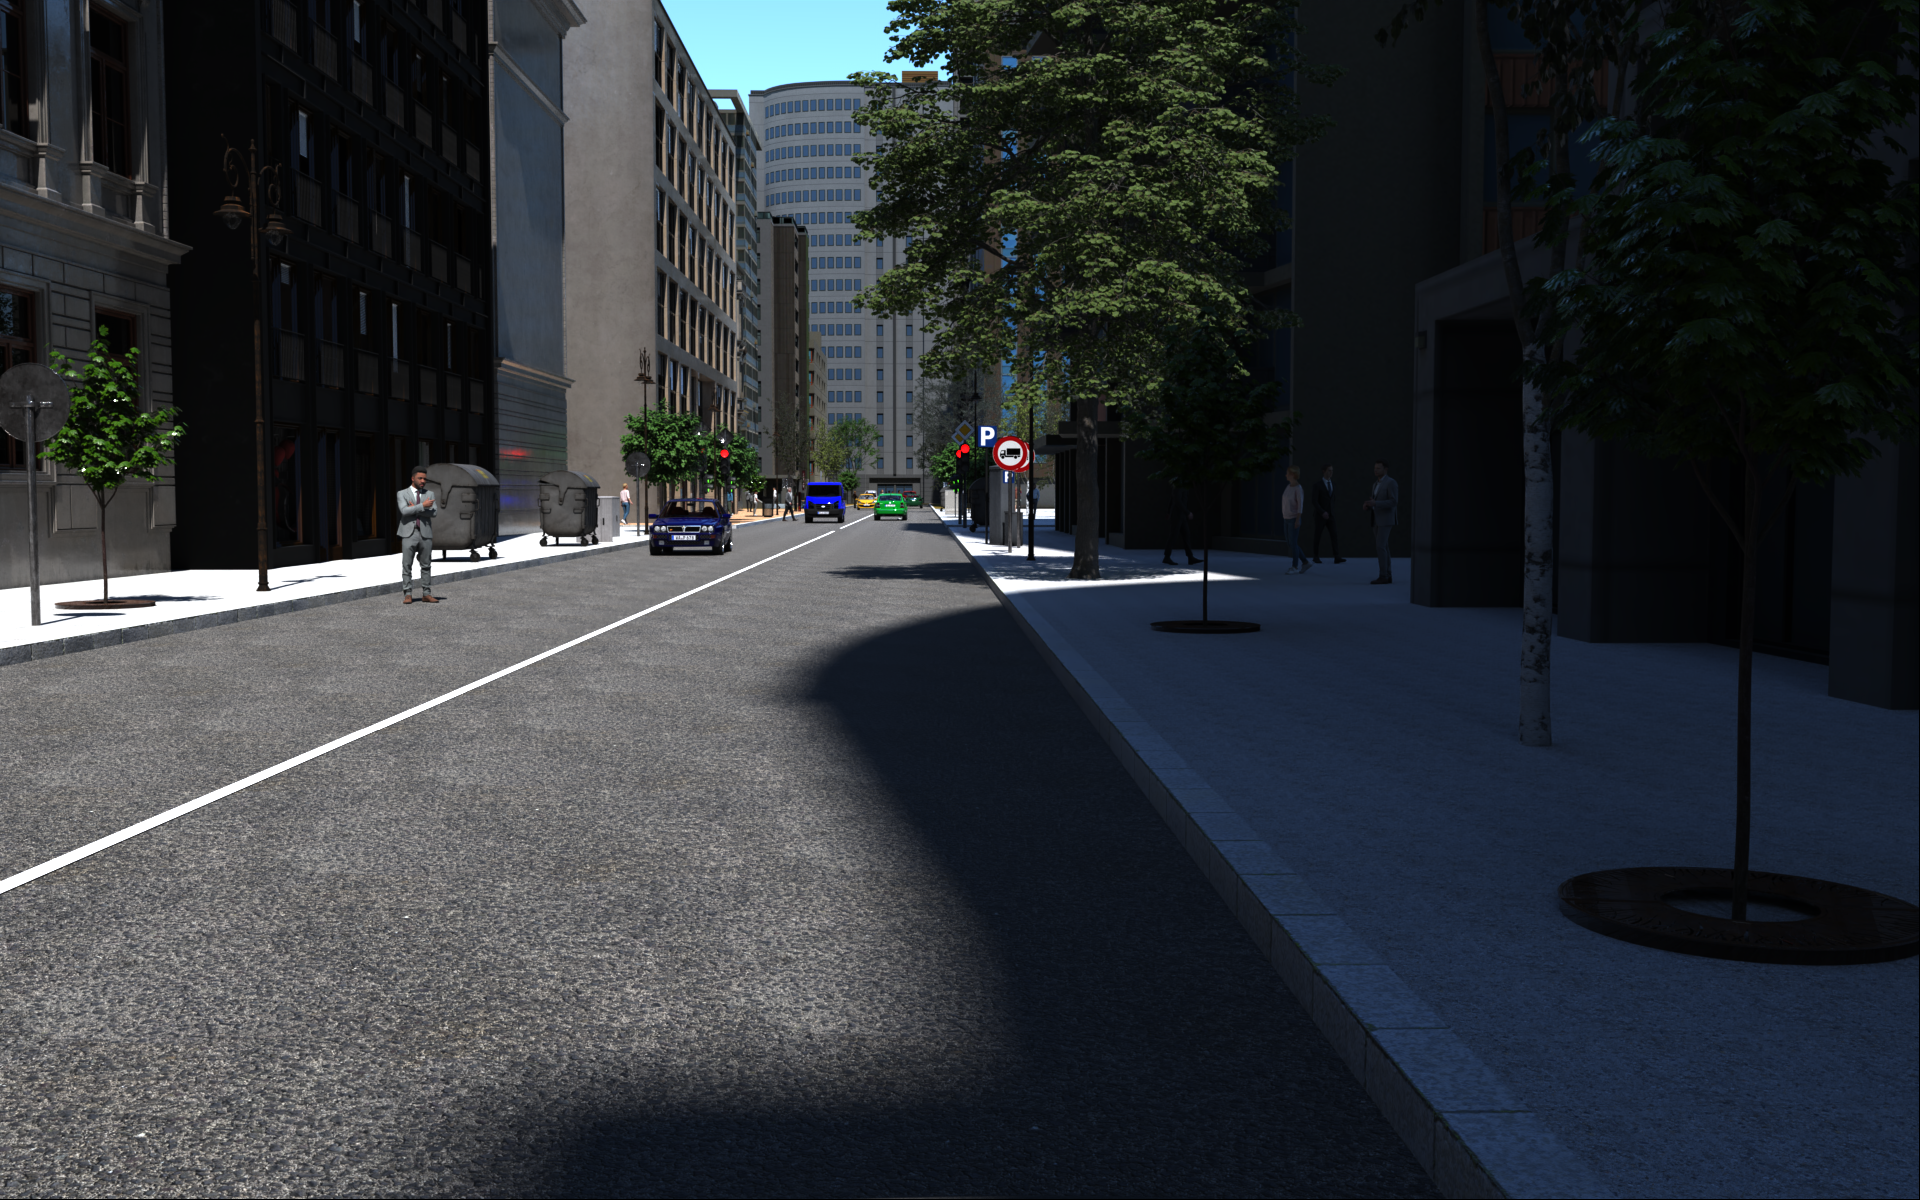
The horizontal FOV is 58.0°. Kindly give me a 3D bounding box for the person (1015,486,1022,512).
[{"bbox_3d":[3.924,-6.831,117.702,0.580,1.828,0.573,-1,4,-14],"label":"person"}]

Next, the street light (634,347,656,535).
[{"bbox_3d":[-9.914,-5.007,54.644,0.468,5.910,1.993,0,4,-1],"label":"street light"}]

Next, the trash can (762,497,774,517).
[{"bbox_3d":[-10.634,-5.148,95.830,0.748,1.137,0.748,0,3,0],"label":"trash can"}]

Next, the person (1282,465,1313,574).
[{"bbox_3d":[5.400,-1.288,27.766,0.598,1.740,0.731,-2,4,-23],"label":"person"}]

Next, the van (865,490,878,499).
[{"bbox_3d":[-10.048,-11.493,194.918,2.013,2.044,4.112,0,4,-1],"label":"van"}]

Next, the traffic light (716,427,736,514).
[{"bbox_3d":[-9.872,-5.146,73.050,0.839,4.253,0.868,0,4,-1],"label":"traffic light"}]

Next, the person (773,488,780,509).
[{"bbox_3d":[-15.468,-8.499,145.095,0.850,1.850,0.679,0,4,5],"label":"person"}]

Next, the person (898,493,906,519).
[{"bbox_3d":[-3.308,-5.312,97.940,0.523,1.515,0.503,0,4,-3],"label":"person"}]

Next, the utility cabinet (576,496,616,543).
[{"bbox_3d":[-9.711,-2.132,46.014,0.306,1.237,1.020,3,4,39],"label":"utility cabinet"}]

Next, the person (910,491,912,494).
[{"bbox_3d":[-5.709,-11.563,198.242,0.721,1.739,1.217,0,4,7],"label":"person"}]

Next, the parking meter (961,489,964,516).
[{"bbox_3d":[0.155,-5.949,102.972,0.399,1.863,0.255,-3,5,-39],"label":"parking meter"}]

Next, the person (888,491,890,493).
[{"bbox_3d":[-8.966,-12.958,219.989,0.705,1.869,1.348,3,5,44],"label":"person"}]

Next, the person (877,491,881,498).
[{"bbox_3d":[-8.699,-11.013,189.285,0.721,1.735,1.217,2,4,33],"label":"person"}]

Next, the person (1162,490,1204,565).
[{"bbox_3d":[4.037,-1.558,31.291,0.755,1.850,0.659,1,4,12],"label":"person"}]

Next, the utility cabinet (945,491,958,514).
[{"bbox_3d":[-0.348,-6.070,107.925,1.173,1.500,0.318,0,4,-3],"label":"utility cabinet"}]

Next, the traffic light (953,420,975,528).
[{"bbox_3d":[0.167,-4.672,65.305,0.839,4.253,0.868,0,4,-1],"label":"traffic light"}]

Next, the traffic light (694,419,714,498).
[{"bbox_3d":[-9.691,-4.657,65.067,0.839,4.253,0.868,0,4,-1],"label":"traffic light"}]

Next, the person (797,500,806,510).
[{"bbox_3d":[-12.838,-7.993,142.231,1.012,1.151,0.738,3,4,37],"label":"person"}]

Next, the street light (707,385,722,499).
[{"bbox_3d":[-10.398,-6.159,73.495,0.468,5.910,1.993,0,4,-1],"label":"street light"}]

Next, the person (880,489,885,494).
[{"bbox_3d":[-5.776,-7.439,130.408,0.520,1.790,0.573,-2,4,-27],"label":"person"}]

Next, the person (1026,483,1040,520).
[{"bbox_3d":[3.656,-4.929,86.731,0.679,1.850,0.850,0,4,6],"label":"person"}]

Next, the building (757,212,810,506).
[{"bbox_3d":[-23.020,-24.909,178.964,14.160,30.474,14.107,0,4,-1],"label":"building"}]

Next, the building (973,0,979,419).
[{"bbox_3d":[11.827,-38.794,176.273,21.231,58.520,28.212,0,4,-1],"label":"building"}]

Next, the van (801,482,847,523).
[{"bbox_3d":[-6.772,-5.049,86.934,2.240,2.365,5.245,0,4,-2],"label":"van"}]

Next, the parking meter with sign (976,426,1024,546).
[{"bbox_3d":[1.046,-2.887,43.461,0.543,3.016,1.738,-2,4,-26],"label":"parking meter with sign"}]

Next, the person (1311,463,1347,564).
[{"bbox_3d":[6.804,-1.599,31.970,0.659,1.850,0.755,-2,4,-27],"label":"person"}]

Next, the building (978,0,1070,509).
[{"bbox_3d":[8.794,-30.907,155.435,14.600,45.320,14.200,0,4,-1],"label":"building"}]

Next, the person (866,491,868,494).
[{"bbox_3d":[-9.919,-10.831,186.305,0.721,1.735,1.217,2,4,27],"label":"person"}]

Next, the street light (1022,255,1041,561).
[{"bbox_3d":[1.375,-3.703,33.329,0.468,5.910,1.993,0,4,-1],"label":"street light"}]

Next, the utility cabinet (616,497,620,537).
[{"bbox_3d":[-10.444,-2.483,51.758,0.306,1.237,1.020,0,4,6],"label":"utility cabinet"}]

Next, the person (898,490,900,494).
[{"bbox_3d":[-6.253,-10.431,178.980,0.705,1.831,1.348,1,4,9],"label":"person"}]

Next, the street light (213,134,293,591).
[{"bbox_3d":[-9.214,-3.055,22.736,0.468,5.910,1.993,0,4,-1],"label":"street light"}]

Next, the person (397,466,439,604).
[{"bbox_3d":[-7.088,-0.857,22.688,0.466,1.800,0.511,3,5,43],"label":"person"}]

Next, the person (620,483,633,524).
[{"bbox_3d":[-14.174,-4.079,73.414,0.731,1.740,0.598,1,4,22],"label":"person"}]

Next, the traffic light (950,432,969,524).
[{"bbox_3d":[-0.014,-5.160,73.288,0.839,4.253,0.868,0,4,-1],"label":"traffic light"}]

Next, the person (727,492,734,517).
[{"bbox_3d":[-12.496,-5.356,93.954,0.444,1.785,0.601,-1,4,-17],"label":"person"}]

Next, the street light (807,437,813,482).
[{"bbox_3d":[-11.886,-10.028,136.741,0.468,5.910,1.993,0,4,-1],"label":"street light"}]

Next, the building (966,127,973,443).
[{"bbox_3d":[12.078,-35.865,205.993,23.786,49.044,30.456,0,4,-1],"label":"building"}]

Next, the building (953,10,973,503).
[{"bbox_3d":[9.312,-49.270,243.823,20.611,71.187,20.563,0,4,-1],"label":"building"}]

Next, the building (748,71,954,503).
[{"bbox_3d":[-15.110,-42.960,244.399,28.212,58.520,21.231,0,4,-1],"label":"building"}]

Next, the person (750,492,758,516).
[{"bbox_3d":[-12.167,-5.755,102.738,0.503,1.515,0.523,1,4,23],"label":"person"}]

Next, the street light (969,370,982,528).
[{"bbox_3d":[0.581,-5.637,64.950,0.468,5.910,1.993,0,4,-1],"label":"street light"}]

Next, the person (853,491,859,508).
[{"bbox_3d":[-10.466,-10.090,173.998,0.721,1.766,1.217,-2,4,-31],"label":"person"}]

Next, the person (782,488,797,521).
[{"bbox_3d":[-8.971,-5.050,91.466,0.834,1.777,0.661,0,4,4],"label":"person"}]

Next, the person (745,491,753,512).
[{"bbox_3d":[-15.168,-7.231,124.447,0.592,1.802,0.473,0,4,-8],"label":"person"}]

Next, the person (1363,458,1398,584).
[{"bbox_3d":[5.972,-1.135,24.797,0.583,1.804,0.606,-1,4,-20],"label":"person"}]

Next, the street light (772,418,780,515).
[{"bbox_3d":[-11.106,-8.094,105.119,0.468,5.910,1.993,0,4,-1],"label":"street light"}]
